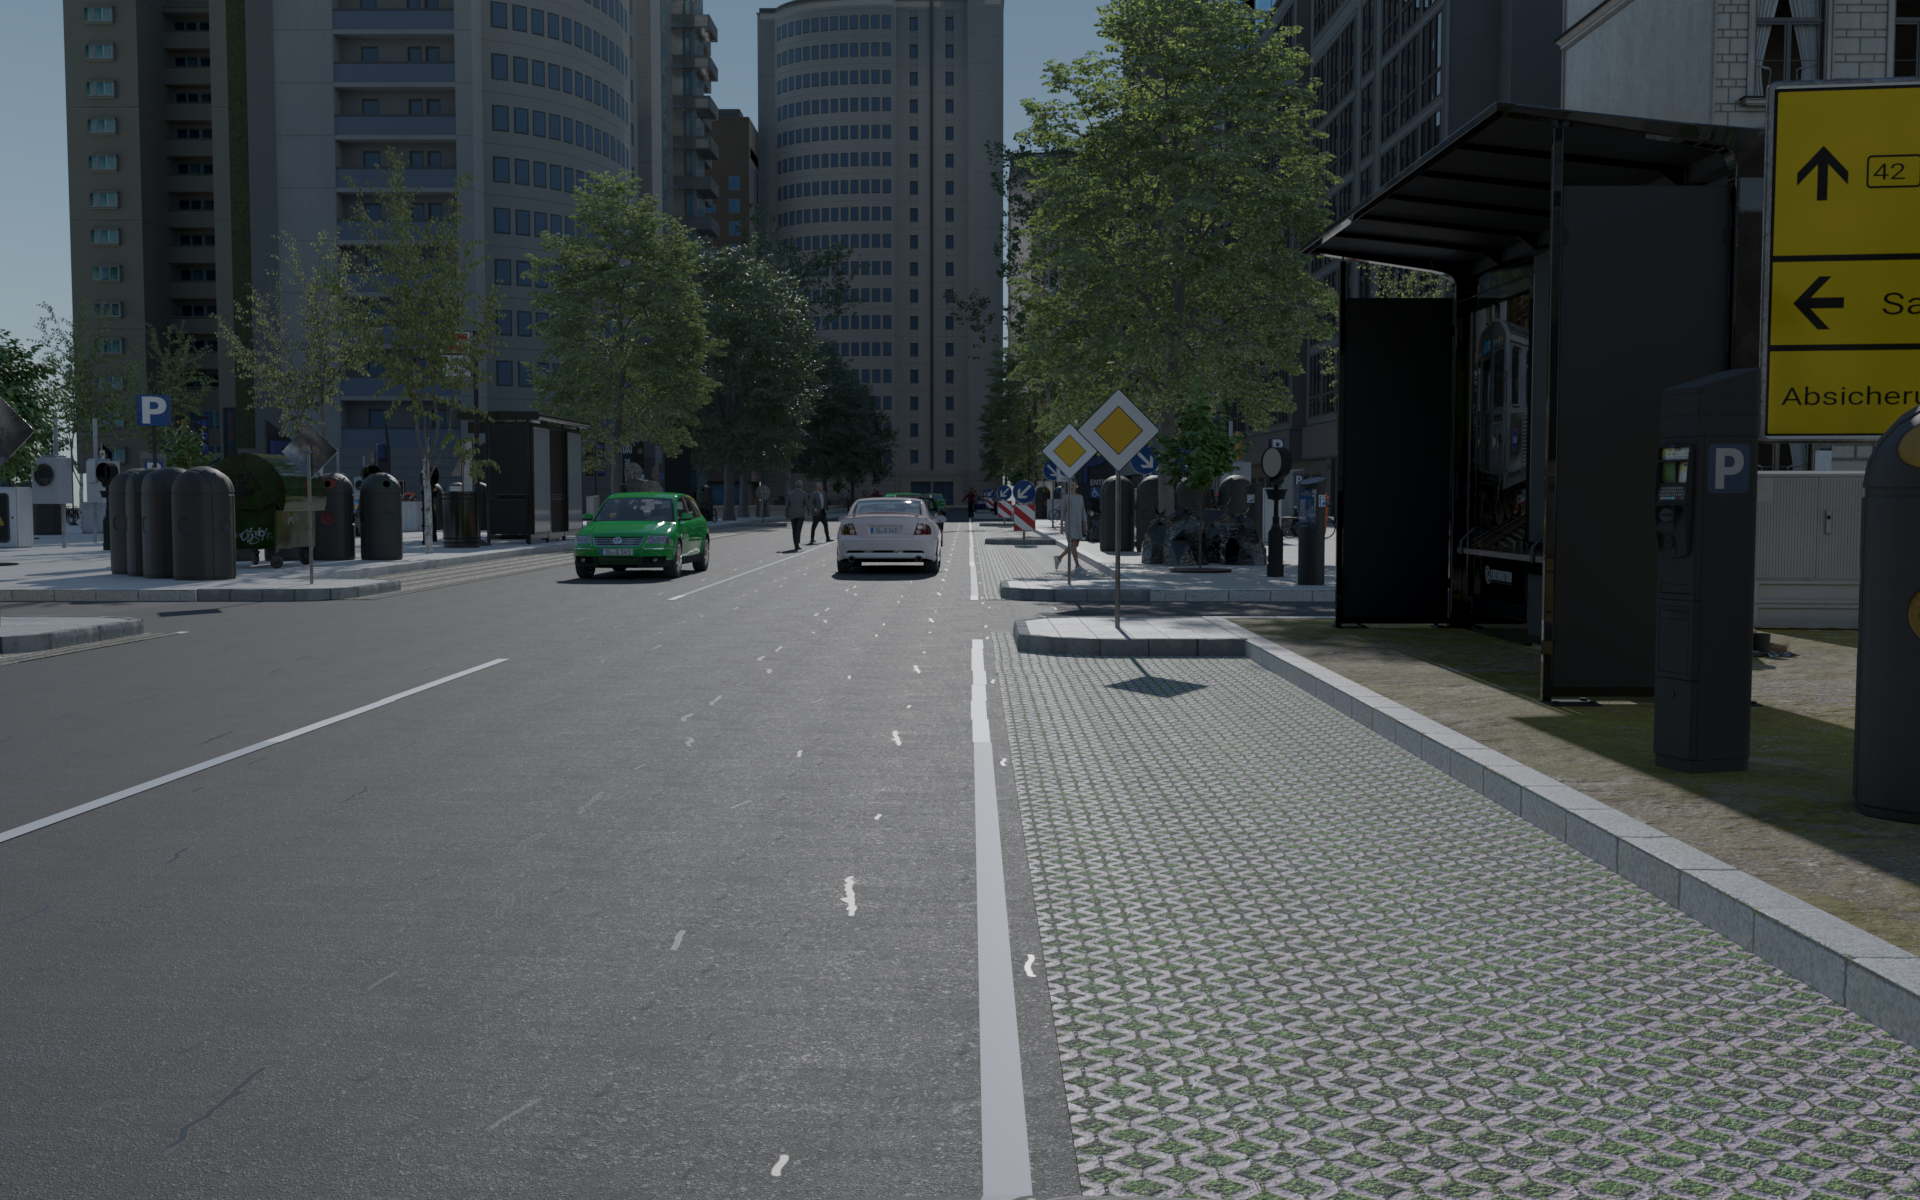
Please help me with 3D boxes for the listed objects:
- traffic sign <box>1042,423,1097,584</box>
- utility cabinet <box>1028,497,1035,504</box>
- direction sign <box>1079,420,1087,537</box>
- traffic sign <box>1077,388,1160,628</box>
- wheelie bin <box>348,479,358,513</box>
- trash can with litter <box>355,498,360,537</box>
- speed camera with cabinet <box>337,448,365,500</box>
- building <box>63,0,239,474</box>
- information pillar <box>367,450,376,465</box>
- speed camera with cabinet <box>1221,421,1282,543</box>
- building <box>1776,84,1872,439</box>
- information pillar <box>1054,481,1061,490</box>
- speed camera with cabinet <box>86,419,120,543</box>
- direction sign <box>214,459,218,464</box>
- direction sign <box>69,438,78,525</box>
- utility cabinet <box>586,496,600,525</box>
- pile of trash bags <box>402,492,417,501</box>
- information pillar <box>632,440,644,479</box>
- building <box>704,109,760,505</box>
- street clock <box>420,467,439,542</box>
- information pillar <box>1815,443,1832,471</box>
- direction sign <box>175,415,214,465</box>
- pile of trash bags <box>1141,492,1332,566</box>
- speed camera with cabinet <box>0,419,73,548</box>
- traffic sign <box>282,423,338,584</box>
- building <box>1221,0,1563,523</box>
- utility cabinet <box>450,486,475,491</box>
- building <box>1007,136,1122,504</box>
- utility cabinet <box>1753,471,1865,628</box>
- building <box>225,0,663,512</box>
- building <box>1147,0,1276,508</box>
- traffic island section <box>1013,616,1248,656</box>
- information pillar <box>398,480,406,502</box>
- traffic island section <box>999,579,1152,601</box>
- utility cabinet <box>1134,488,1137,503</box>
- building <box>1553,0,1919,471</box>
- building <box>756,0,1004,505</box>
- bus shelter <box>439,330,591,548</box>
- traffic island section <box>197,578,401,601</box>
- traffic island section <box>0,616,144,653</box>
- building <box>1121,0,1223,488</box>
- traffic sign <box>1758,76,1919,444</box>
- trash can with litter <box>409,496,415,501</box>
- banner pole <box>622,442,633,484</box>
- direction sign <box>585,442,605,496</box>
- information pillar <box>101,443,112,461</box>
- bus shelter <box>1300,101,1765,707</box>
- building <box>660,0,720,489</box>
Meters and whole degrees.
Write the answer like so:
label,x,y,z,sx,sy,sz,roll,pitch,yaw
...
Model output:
label,x,y,z,sx,sy,sz,roll,pitch,yaw
traffic sign,1.550,-1.280,24.567,0.795,2.450,0.064,0,4,0
utility cabinet,4.303,-5.357,96.273,0.318,1.500,1.173,3,5,43
direction sign,3.637,-3.644,51.578,0.379,3.537,0.876,1,4,17
traffic sign,1.510,-0.791,16.582,0.795,2.450,0.064,0,4,0
wheelie bin,-13.303,-1.765,36.772,0.980,1.594,0.693,-2,4,-25
trash can with litter,-17.789,-2.424,51.024,0.624,1.170,1.055,1,4,20
speed camera with cabinet,-26.719,-4.974,75.653,0.660,3.252,2.038,2,4,29
building,-63.050,-32.398,153.405,21.600,48.544,21.300,0,4,0
information pillar,-31.029,-6.121,91.425,0.504,3.616,0.183,1,4,17
speed camera with cabinet,7.798,-3.184,46.396,0.660,3.252,2.038,-2,4,-26
building,65.436,-32.371,152.959,21.600,48.544,21.300,0,4,0
information pillar,5.393,-5.549,95.214,0.304,2.012,0.304,-3,5,-40
speed camera with cabinet,-21.965,-3.113,45.228,2.038,3.252,0.660,2,4,32
direction sign,-42.726,-6.529,98.740,0.876,3.537,0.379,0,4,-4
direction sign,-36.264,-4.817,70.752,0.379,3.537,0.876,-2,4,-28
utility cabinet,-12.857,-3.027,60.646,0.306,1.237,1.020,0,4,-2
pile of trash bags,-22.768,-4.069,76.282,3.447,1.369,1.912,-1,4,-13
information pillar,-13.430,-4.958,72.426,0.504,3.616,0.183,0,4,-6
building,-30.606,-33.717,201.384,14.200,45.320,14.600,0,4,0
street clock,-14.177,-2.565,46.500,0.358,2.002,0.471,0,4,8
information pillar,16.484,-2.552,33.088,0.504,3.616,0.183,-3,4,-37
direction sign,-22.131,-3.547,49.991,0.876,3.537,0.379,-2,4,-28
pile of trash bags,5.111,-1.350,31.818,3.447,1.369,1.912,0,4,-5
speed camera with cabinet,-22.213,-2.865,41.172,2.038,3.252,0.660,1,4,9
traffic sign,-9.244,-1.284,24.641,0.795,2.450,0.064,0,4,0
building,21.757,-17.943,86.871,14.314,27.812,24.014,0,4,0
utility cabinet,-13.935,-2.454,48.796,0.318,1.500,1.173,-3,5,-43
building,12.592,-31.637,200.855,14.086,41.232,14.154,0,4,0
utility cabinet,8.076,-0.474,16.437,1.173,1.500,0.318,0,4,6
building,-32.558,-34.964,113.663,21.231,58.520,28.212,0,4,0
building,26.522,-49.730,125.758,22.319,86.520,31.000,0,4,0
traffic island section,1.534,0.344,16.659,2.009,0.180,2.903,0,4,0
information pillar,-30.075,-5.438,93.411,0.304,2.012,0.304,0,4,6
traffic island section,1.574,-0.145,24.644,2.009,0.180,2.903,0,4,0
utility cabinet,6.984,-3.666,68.624,0.318,1.500,1.173,-1,4,-18
building,24.478,-10.744,40.288,19.286,19.102,10.561,0,4,0
building,-9.121,-40.471,203.694,28.212,58.520,21.231,0,4,0
bus shelter,-11.677,-4.136,45.252,2.179,5.291,8.768,0,4,0
traffic island section,-9.267,-0.148,24.703,2.009,0.180,2.903,0,4,0
traffic island section,-9.307,0.340,16.718,2.009,0.180,2.903,0,4,0
building,25.885,-32.383,153.172,21.300,48.544,21.600,0,4,0
traffic sign,5.102,-0.895,8.498,2.265,3.308,0.079,1,4,9
trash can with litter,-22.174,-3.601,69.931,1.678,1.210,2.233,-2,4,-26
banner pole,-14.196,-5.086,73.171,0.863,3.779,0.401,-1,4,-9
direction sign,-15.824,-5.088,75.191,0.876,3.537,0.379,0,4,7
information pillar,-39.544,-5.441,80.310,0.183,3.616,0.504,2,4,32
bus shelter,4.084,-1.360,13.513,1.731,3.624,6.357,0,4,0
building,-37.028,-32.570,152.130,30.456,49.044,23.786,0,4,0
